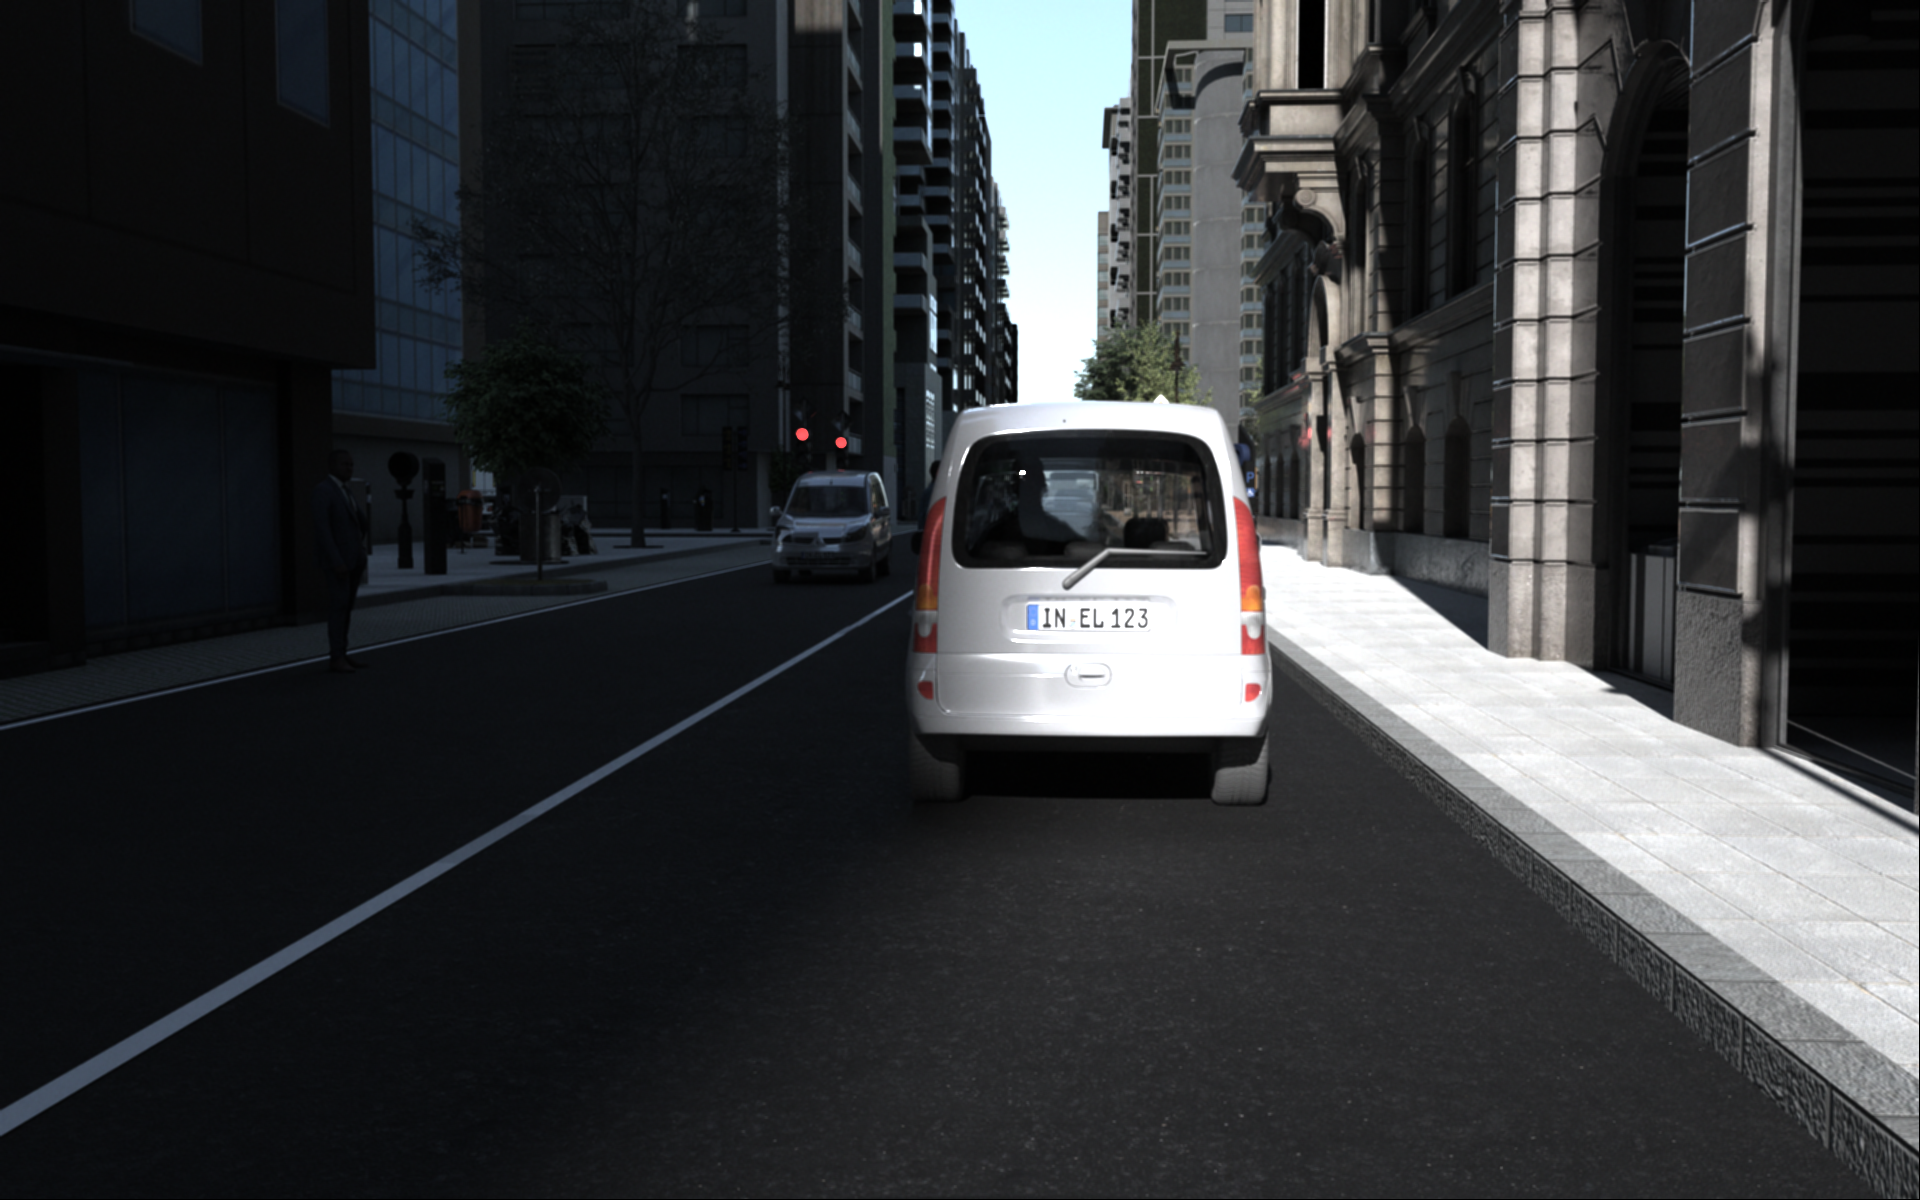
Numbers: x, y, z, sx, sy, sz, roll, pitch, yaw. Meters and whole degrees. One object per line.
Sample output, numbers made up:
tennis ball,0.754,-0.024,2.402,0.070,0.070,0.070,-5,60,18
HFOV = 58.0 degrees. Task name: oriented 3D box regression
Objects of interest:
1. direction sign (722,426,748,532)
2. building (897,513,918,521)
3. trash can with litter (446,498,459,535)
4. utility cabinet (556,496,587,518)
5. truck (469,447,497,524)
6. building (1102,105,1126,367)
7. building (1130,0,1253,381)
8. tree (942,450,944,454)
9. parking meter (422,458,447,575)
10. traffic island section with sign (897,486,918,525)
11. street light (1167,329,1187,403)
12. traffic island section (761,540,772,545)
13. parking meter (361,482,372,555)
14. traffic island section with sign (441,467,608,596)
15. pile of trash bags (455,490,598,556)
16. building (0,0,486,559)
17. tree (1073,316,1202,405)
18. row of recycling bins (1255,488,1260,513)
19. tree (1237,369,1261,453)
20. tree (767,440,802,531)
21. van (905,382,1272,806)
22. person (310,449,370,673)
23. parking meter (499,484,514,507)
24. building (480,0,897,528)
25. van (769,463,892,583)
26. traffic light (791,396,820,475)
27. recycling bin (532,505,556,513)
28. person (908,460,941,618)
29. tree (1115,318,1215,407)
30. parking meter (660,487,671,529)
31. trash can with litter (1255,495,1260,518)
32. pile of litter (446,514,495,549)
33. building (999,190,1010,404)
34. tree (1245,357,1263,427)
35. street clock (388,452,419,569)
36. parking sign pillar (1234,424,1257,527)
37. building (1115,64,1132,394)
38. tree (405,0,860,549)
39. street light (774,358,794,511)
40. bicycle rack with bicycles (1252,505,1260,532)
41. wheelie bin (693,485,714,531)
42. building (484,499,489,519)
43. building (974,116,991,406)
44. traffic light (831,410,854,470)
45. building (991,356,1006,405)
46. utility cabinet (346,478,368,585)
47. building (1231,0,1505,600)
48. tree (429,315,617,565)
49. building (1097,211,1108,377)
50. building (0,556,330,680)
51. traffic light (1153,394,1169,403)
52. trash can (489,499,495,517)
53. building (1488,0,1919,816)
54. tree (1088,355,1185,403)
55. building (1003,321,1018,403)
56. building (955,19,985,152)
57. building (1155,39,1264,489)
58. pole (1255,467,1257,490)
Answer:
direction sign,-7.546,-4.045,58.132,0.876,3.537,0.379,1,4,13
building,-11.773,-48.081,98.799,22.319,86.520,31.000,0,4,4
trash can with litter,-13.250,-2.081,45.419,0.624,1.170,1.055,-1,4,-19
utility cabinet,-13.151,-2.902,58.601,1.020,1.237,0.306,1,4,13
truck,-20.416,-3.999,54.294,11.283,4.237,2.839,0,4,3
building,33.271,-39.177,229.780,28.713,52.752,27.495,0,4,4
building,24.593,-44.430,164.683,20.563,71.187,20.611,0,4,4
tree,-1.103,-8.859,128.559,4.285,4.588,4.351,0,3,0
parking meter,-8.375,-1.340,27.612,0.255,1.863,0.399,-3,4,-37
traffic island section with sign,-2.334,-4.400,80.560,1.989,1.847,2.006,0,4,4
street light,6.059,-4.632,48.527,0.468,5.910,1.993,0,4,4
traffic island section,-4.484,-1.680,49.745,2.009,0.180,2.903,0,4,4
parking meter,-12.585,-1.716,36.463,0.372,1.533,0.369,0,3,0
traffic island section with sign,-6.220,-1.008,25.105,1.989,1.847,2.006,0,4,4
pile of trash bags,-9.376,-1.659,36.884,3.447,1.369,1.912,2,4,27
building,-21.273,-24.006,42.616,14.200,45.320,14.600,0,4,4
tree,12.607,-13.370,125.250,9.857,13.997,8.962,0,3,0
row of recycling bins,20.619,-6.721,117.007,3.534,1.692,1.069,2,4,30
tree,18.142,-9.260,101.757,4.360,8.622,3.978,0,3,0
tree,-6.336,-4.046,60.746,1.663,3.219,1.824,0,3,0
van,0.678,-0.145,9.377,2.013,2.044,4.112,0,4,4
person,-5.077,-0.335,14.167,0.419,1.800,0.721,0,4,-3
parking meter,-11.701,-2.221,44.731,0.372,1.533,0.369,0,3,0
building,-10.294,-23.604,69.518,14.154,41.232,14.086,0,4,4
van,-2.126,-1.364,29.309,2.013,2.044,4.112,0,4,3
traffic light,-4.445,-3.712,49.607,0.839,4.253,0.868,0,4,4
recycling bin,-14.209,-2.836,58.918,0.722,1.027,0.722,2,4,25
person,-0.324,-0.572,18.199,0.444,1.785,0.601,0,4,2
tree,8.378,-7.457,72.277,4.737,8.622,4.395,0,3,0
parking meter,-10.750,-3.355,63.268,0.372,1.533,0.369,0,3,0
trash can with litter,15.976,-4.956,92.088,1.678,1.210,2.233,1,4,10
pile of litter,-11.719,-1.663,41.147,1.719,0.858,1.176,-1,4,-12
building,-3.865,-39.225,260.932,23.786,49.044,30.456,0,4,4
tree,17.097,-8.385,87.463,4.737,8.622,4.395,0,3,0
street clock,-9.551,-1.542,29.781,0.471,2.002,0.358,1,4,13
parking sign pillar,10.881,-4.772,66.491,1.447,3.967,1.447,-1,4,-15
building,28.411,-34.926,190.640,23.786,49.044,30.456,0,4,4
tree,-7.654,-7.972,40.710,12.009,13.543,11.850,0,3,0
street light,-5.887,-5.219,58.119,0.468,5.910,1.993,0,4,4
bicycle rack with bicycles,9.751,-2.670,57.038,2.925,0.926,2.852,-1,4,-21
wheelie bin,-8.820,-3.167,59.690,0.693,1.594,0.980,-1,4,-18
building,-34.873,-25.365,69.337,28.867,44.769,22.147,0,4,4
building,-3.616,-33.726,201.525,14.600,45.320,14.200,0,4,4
traffic light,-3.888,-4.199,57.573,0.839,4.253,0.868,0,4,4
building,-8.314,-23.643,231.600,27.650,21.520,28.899,0,4,4
utility cabinet,-8.806,-0.932,23.909,1.173,1.500,0.318,-3,5,-44
building,12.310,-12.946,30.745,14.460,24.649,34.723,0,4,4
tree,-8.055,-2.947,31.902,4.285,4.588,4.351,0,3,0
building,26.875,-34.729,251.407,14.154,41.232,14.086,0,4,4
building,-14.041,-22.132,11.961,14.600,45.320,14.200,0,4,4
traffic light,5.643,-3.670,48.921,0.839,4.253,0.868,0,4,4
trash can,-22.638,-4.415,83.831,0.748,1.137,0.748,0,3,0
building,9.373,-9.775,1.628,13.314,21.916,24.055,0,4,4
tree,11.881,-11.051,115.101,8.767,10.594,7.601,0,4,-1
building,2.234,-31.295,283.368,14.160,30.474,14.107,0,4,4
building,-8.916,-34.240,179.440,23.786,49.044,30.456,0,4,4
building,28.898,-27.592,143.014,32.217,40.220,23.993,0,4,4
pole,22.228,-8.357,130.487,0.158,3.312,0.155,0,3,0
